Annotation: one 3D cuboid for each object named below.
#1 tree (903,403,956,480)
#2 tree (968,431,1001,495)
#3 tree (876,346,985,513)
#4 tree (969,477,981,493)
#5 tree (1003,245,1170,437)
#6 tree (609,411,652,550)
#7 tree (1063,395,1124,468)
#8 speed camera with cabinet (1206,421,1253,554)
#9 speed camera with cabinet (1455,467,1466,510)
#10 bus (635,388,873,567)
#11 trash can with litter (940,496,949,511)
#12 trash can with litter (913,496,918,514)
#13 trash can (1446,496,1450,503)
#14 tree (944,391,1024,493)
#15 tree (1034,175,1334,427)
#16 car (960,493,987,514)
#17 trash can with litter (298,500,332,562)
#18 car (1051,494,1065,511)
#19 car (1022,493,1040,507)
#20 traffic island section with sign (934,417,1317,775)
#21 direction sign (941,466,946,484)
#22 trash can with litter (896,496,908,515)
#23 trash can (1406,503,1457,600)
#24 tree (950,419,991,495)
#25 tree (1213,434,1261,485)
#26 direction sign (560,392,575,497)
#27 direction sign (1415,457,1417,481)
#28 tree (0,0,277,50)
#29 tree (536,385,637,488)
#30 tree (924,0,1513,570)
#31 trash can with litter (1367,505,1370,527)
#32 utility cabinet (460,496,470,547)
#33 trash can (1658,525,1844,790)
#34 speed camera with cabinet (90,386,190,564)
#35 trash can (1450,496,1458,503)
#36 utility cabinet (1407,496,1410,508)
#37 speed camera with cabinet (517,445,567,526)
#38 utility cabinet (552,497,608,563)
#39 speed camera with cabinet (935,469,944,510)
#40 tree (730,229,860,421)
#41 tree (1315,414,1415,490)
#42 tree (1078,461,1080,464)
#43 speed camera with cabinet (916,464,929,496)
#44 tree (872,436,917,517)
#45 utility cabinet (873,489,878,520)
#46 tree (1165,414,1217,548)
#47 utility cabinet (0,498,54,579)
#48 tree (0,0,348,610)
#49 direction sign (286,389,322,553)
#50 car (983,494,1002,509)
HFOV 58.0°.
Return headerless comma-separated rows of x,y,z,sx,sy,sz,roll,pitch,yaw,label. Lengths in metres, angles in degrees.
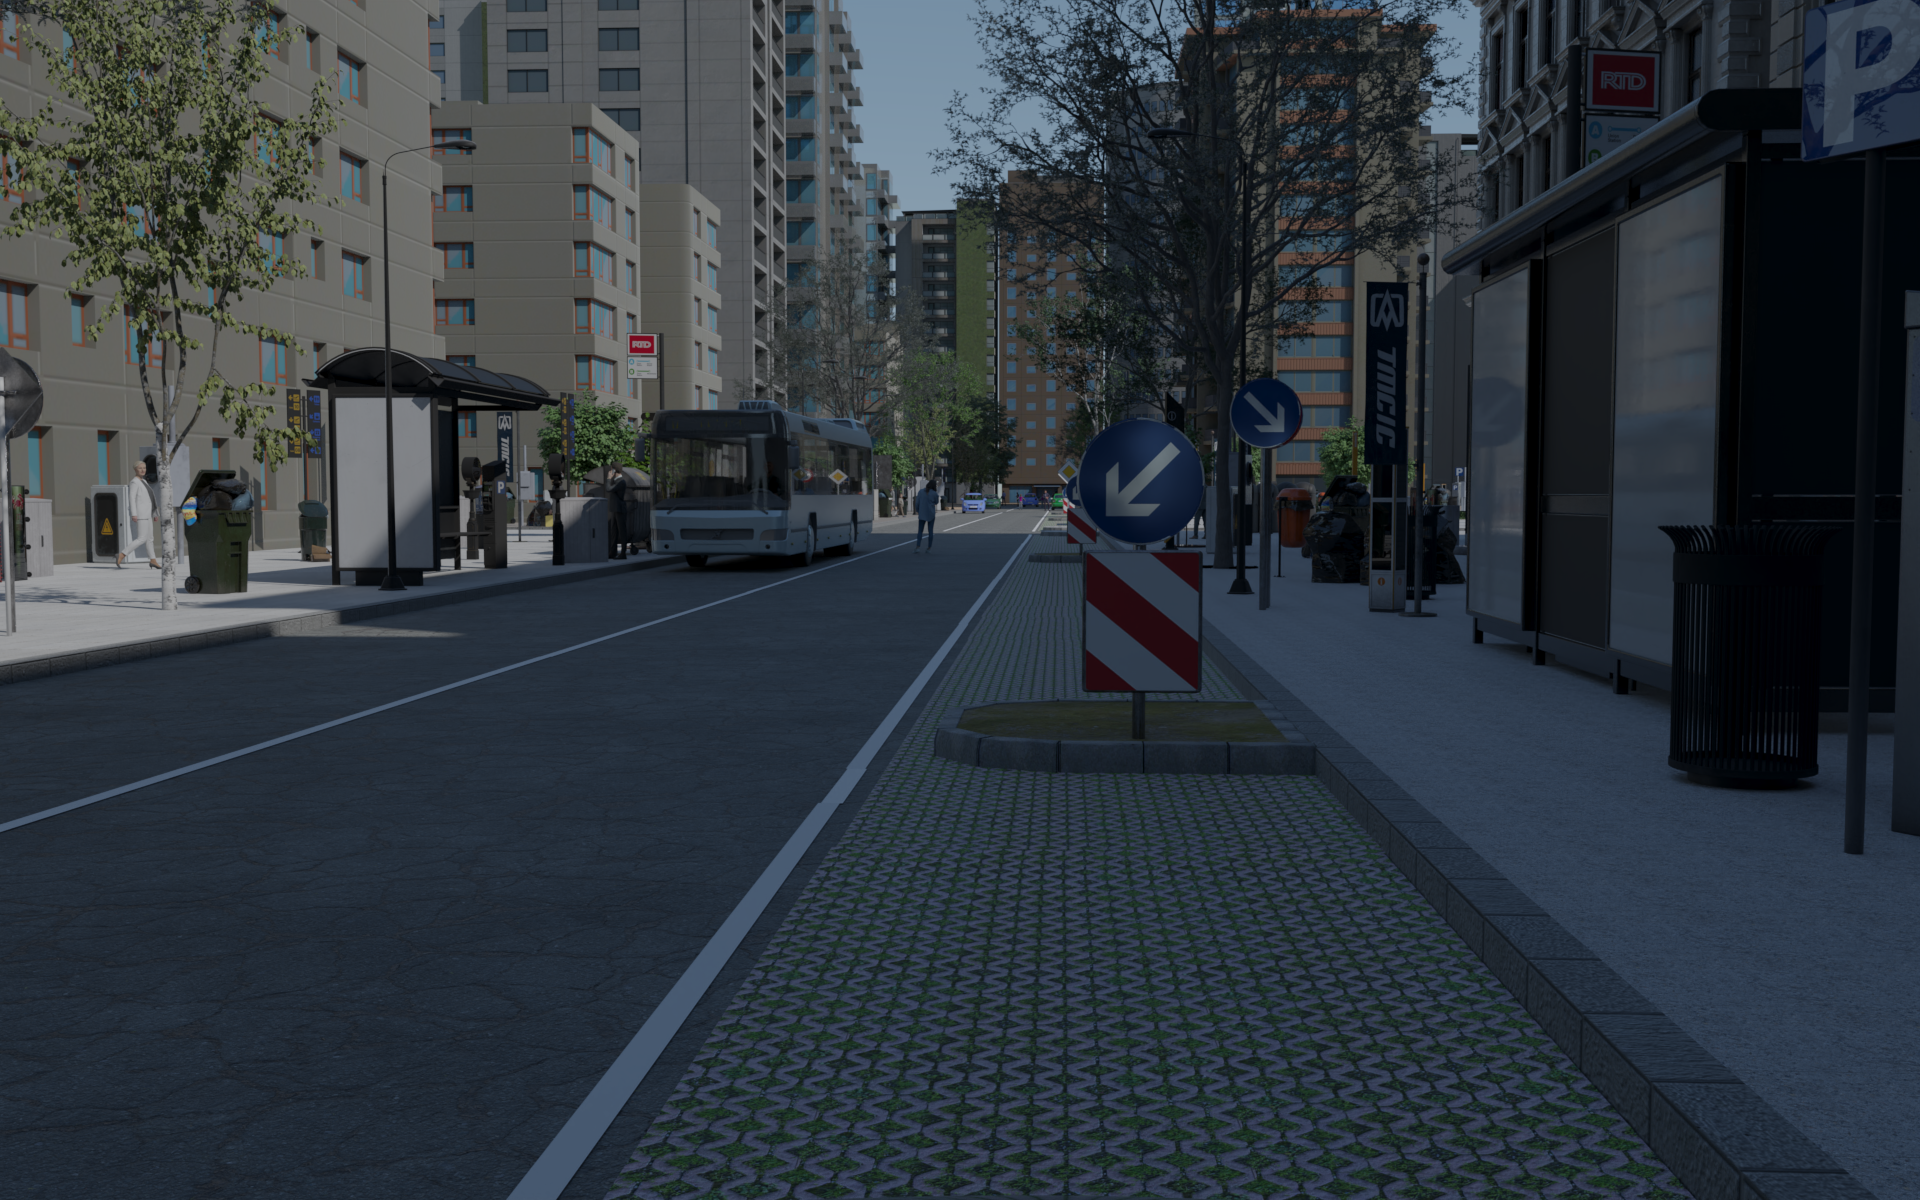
-2.394,-11.032,130.728,4.737,8.622,4.395,0,3,0,tree
2.694,-15.467,203.246,4.737,8.622,4.395,0,3,0,tree
-2.076,-11.848,119.476,9.928,11.665,9.643,0,3,0,tree
1.474,-12.452,198.190,1.663,3.219,1.824,0,3,0,tree
9.285,-16.643,127.999,12.611,20.169,13.585,0,3,0,tree
-7.191,-2.802,40.418,1.663,3.219,1.824,0,3,0,tree
14.350,-15.661,181.814,9.928,11.665,9.643,0,3,0,tree
5.903,-2.661,37.835,0.660,3.252,2.038,1,4,22,speed camera with cabinet
39.551,-8.622,135.298,0.660,3.252,2.038,-2,4,-33,speed camera with cabinet
-3.963,-2.580,37.051,2.948,3.499,13.247,0,4,4,bus
-1.118,-7.486,133.775,0.624,1.170,1.055,-2,4,-28,trash can with litter
-2.598,-5.897,107.810,0.624,1.170,1.055,-1,4,-13,trash can with litter
20.830,-3.909,75.559,0.748,1.137,0.748,0,3,0,trash can
2.620,-18.704,212.463,9.857,13.997,8.962,0,3,0,tree
6.186,-7.071,50.019,8.767,10.594,7.601,-1,4,-23,tree
1.006,-7.266,128.388,1.945,1.707,3.694,0,4,1,car
-12.226,-1.324,33.039,0.624,1.170,1.055,-2,4,-35,trash can with litter
8.924,-8.757,151.975,1.959,1.807,4.718,0,4,4,car
7.792,-11.094,190.984,1.945,1.707,3.694,0,4,5,car
0.877,-0.070,9.767,1.989,1.847,2.006,0,4,3,traffic island section with sign
-1.344,-9.112,140.979,0.379,3.537,0.876,-1,4,-22,direction sign
-3.548,-5.662,103.965,0.624,1.170,1.055,-2,4,-26,trash can with litter
5.512,-0.581,21.160,0.748,1.137,0.748,0,3,0,trash can
0.695,-13.396,169.379,4.360,8.622,3.978,0,3,0,tree
14.378,-6.458,89.304,4.285,4.588,4.351,0,3,0,tree
-8.801,-2.870,38.914,0.379,3.537,0.876,0,4,5,direction sign
27.985,-6.963,105.845,0.379,3.537,0.876,3,4,38,direction sign
-8.429,-6.035,9.050,12.009,13.543,11.850,0,3,0,tree
-11.342,-4.209,52.527,4.285,4.588,4.351,0,3,0,tree
4.501,-7.293,29.613,12.009,13.543,11.850,0,3,0,tree
10.074,-1.974,43.655,0.624,1.170,1.055,-3,5,-43,trash can with litter
-12.372,-1.876,41.839,1.020,1.237,0.306,-2,4,-23,utility cabinet
3.487,0.242,7.691,0.748,1.137,0.748,0,3,0,trash can
-15.087,-2.293,31.831,2.038,3.252,0.660,2,4,27,speed camera with cabinet
29.815,-5.709,104.992,0.748,1.137,0.748,0,3,0,trash can
13.993,-2.643,54.371,0.306,1.237,1.020,-2,4,-25,utility cabinet
-16.993,-4.664,70.587,2.038,3.252,0.660,-1,4,-9,speed camera with cabinet
-7.079,-1.296,32.344,1.020,1.237,0.306,-3,5,-42,utility cabinet
-1.669,-8.685,136.336,0.660,3.252,2.038,0,4,-8,speed camera with cabinet
-5.021,-10.377,80.033,12.009,13.543,11.850,0,3,0,tree
16.343,-5.383,71.725,4.285,4.588,4.351,0,3,0,tree
9.141,-7.615,108.225,4.285,4.588,4.351,0,3,0,tree
-2.415,-7.311,113.873,0.660,3.252,2.038,1,4,11,speed camera with cabinet
-4.096,-6.989,97.982,4.285,4.588,4.351,0,3,0,tree
-4.484,-4.584,83.632,1.173,1.500,0.318,3,5,40,utility cabinet
5.525,-2.876,41.620,1.663,3.219,1.824,0,3,0,tree
-14.340,-0.945,26.617,0.306,1.237,1.020,0,4,0,utility cabinet
-8.671,-4.180,18.712,4.737,8.622,4.395,0,3,0,tree
-14.207,-2.788,37.586,0.379,3.537,0.876,2,4,29,direction sign
2.926,-9.314,164.075,2.131,1.459,4.920,0,4,3,car
